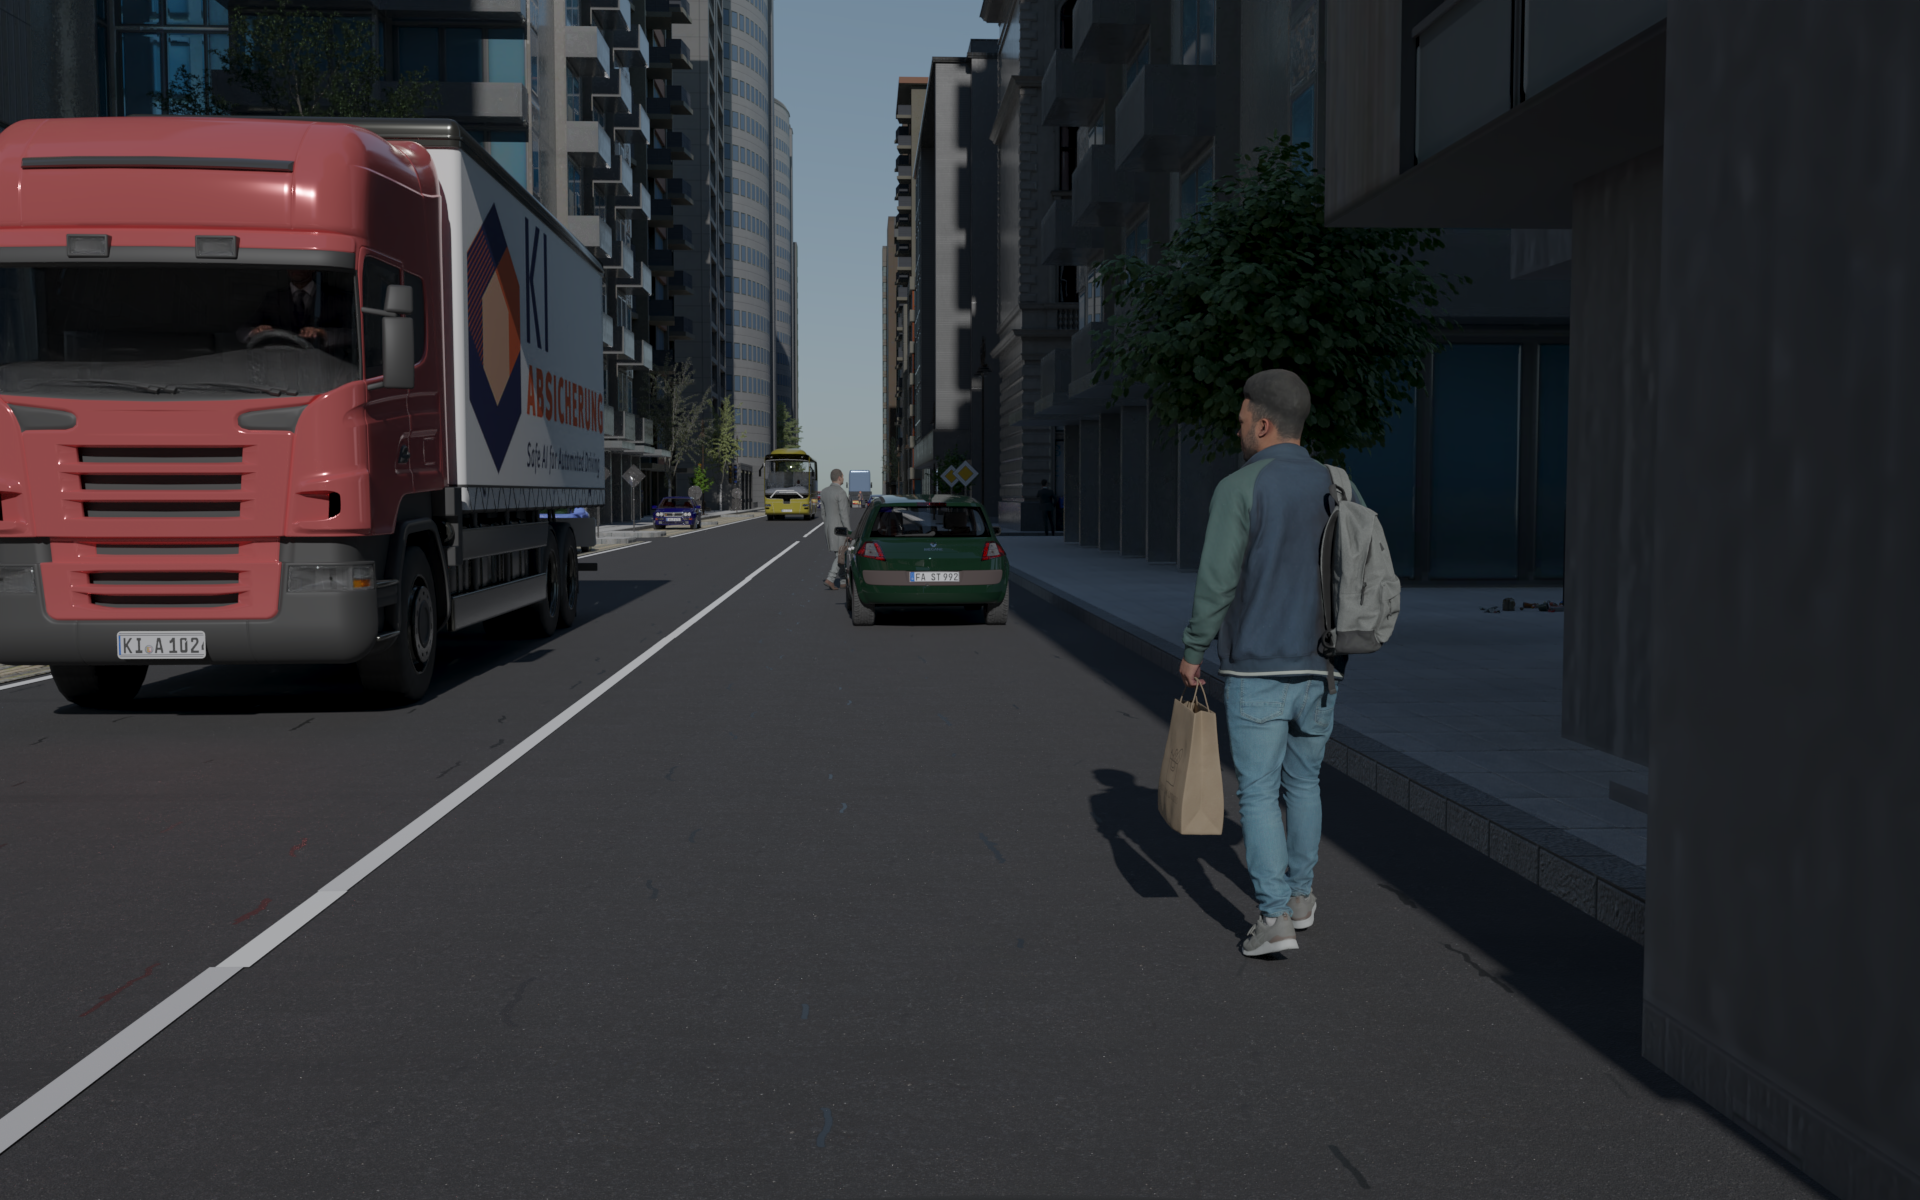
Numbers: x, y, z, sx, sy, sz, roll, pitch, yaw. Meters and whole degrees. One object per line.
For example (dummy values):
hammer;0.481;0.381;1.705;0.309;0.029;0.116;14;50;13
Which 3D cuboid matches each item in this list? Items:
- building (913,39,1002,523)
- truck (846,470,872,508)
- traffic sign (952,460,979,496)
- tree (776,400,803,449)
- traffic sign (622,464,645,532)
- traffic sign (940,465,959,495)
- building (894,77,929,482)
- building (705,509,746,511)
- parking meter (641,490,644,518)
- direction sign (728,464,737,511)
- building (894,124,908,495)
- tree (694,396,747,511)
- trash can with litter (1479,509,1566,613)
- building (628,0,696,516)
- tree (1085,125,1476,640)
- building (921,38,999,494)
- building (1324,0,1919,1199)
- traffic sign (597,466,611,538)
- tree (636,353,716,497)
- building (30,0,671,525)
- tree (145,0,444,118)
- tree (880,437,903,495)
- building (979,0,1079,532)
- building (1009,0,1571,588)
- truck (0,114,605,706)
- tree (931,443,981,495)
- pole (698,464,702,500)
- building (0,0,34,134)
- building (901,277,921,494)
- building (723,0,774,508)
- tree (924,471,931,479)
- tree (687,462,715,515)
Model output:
building;5.133;-16.563;89.872;14.314;24.678;30.058;0;4;-3
truck;-10.700;-12.101;187.609;2.967;4.110;18.799;0;4;-5
traffic sign;0.163;-2.904;51.125;0.795;2.450;0.064;0;4;-3
tree;-22.576;-17.827;209.592;7.486;12.596;7.792;0;3;0
traffic sign;-11.019;-3.356;58.509;0.795;2.450;0.064;0;4;-3
traffic sign;-0.291;-3.392;59.097;0.795;2.450;0.064;0;4;-3
building;4.332;-32.219;181.398;22.147;44.769;28.867;0;4;-3
building;-27.822;-43.061;142.305;20.563;71.187;20.611;0;4;-3
parking meter;-17.103;-5.148;92.575;0.372;1.533;0.369;0;3;0
direction sign;-17.317;-8.564;132.010;0.379;3.537;0.876;3;4;37
building;0.051;-33.814;202.972;14.600;45.320;14.200;0;4;-3
tree;-17.778;-10.885;128.325;4.737;8.622;4.395;0;3;0
trash can with litter;6.580;-0.506;19.325;2.233;1.210;1.678;-2;4;-26
building;-28.585;-27.777;108.778;22.147;44.769;28.867;0;4;-3
tree;2.901;-1.944;15.504;4.285;4.588;4.351;0;3;0
building;3.166;-20.920;119.529;11.434;29.767;29.804;0;4;-3
building;8.649;-19.672;5.236;14.154;41.232;14.086;0;4;-3
traffic sign;-10.566;-2.868;50.537;0.795;2.450;0.064;0;4;-3
tree;-15.099;-8.615;91.219;4.360;8.622;3.978;0;3;0
building;-25.014;-27.620;71.198;23.786;49.044;30.456;0;4;-3
tree;-12.494;-5.996;32.444;8.767;10.594;7.601;1;4;15
tree;-8.013;-16.541;220.802;4.360;8.622;3.978;0;3;0
building;11.024;-14.370;63.828;19.941;23.489;11.050;0;4;-3
building;13.591;-25.439;35.541;23.786;49.044;30.456;0;4;-3
truck;-5.103;-1.607;15.183;2.839;4.237;11.283;0;4;-4
tree;-0.039;-4.342;65.587;1.663;3.219;1.824;0;3;0
pole;-17.559;-7.526;116.887;0.158;3.312;0.155;0;3;0
building;-37.571;-27.112;32.527;27.495;52.752;28.713;0;4;-3
building;9.007;-18.838;153.036;27.650;21.520;28.899;0;4;-3
building;-29.118;-38.255;167.468;21.231;58.520;28.212;0;4;-3
tree;-0.466;-4.791;72.935;1.663;3.219;1.824;0;3;0
tree;-15.648;-6.739;104.792;1.663;3.219;1.824;0;3;0
